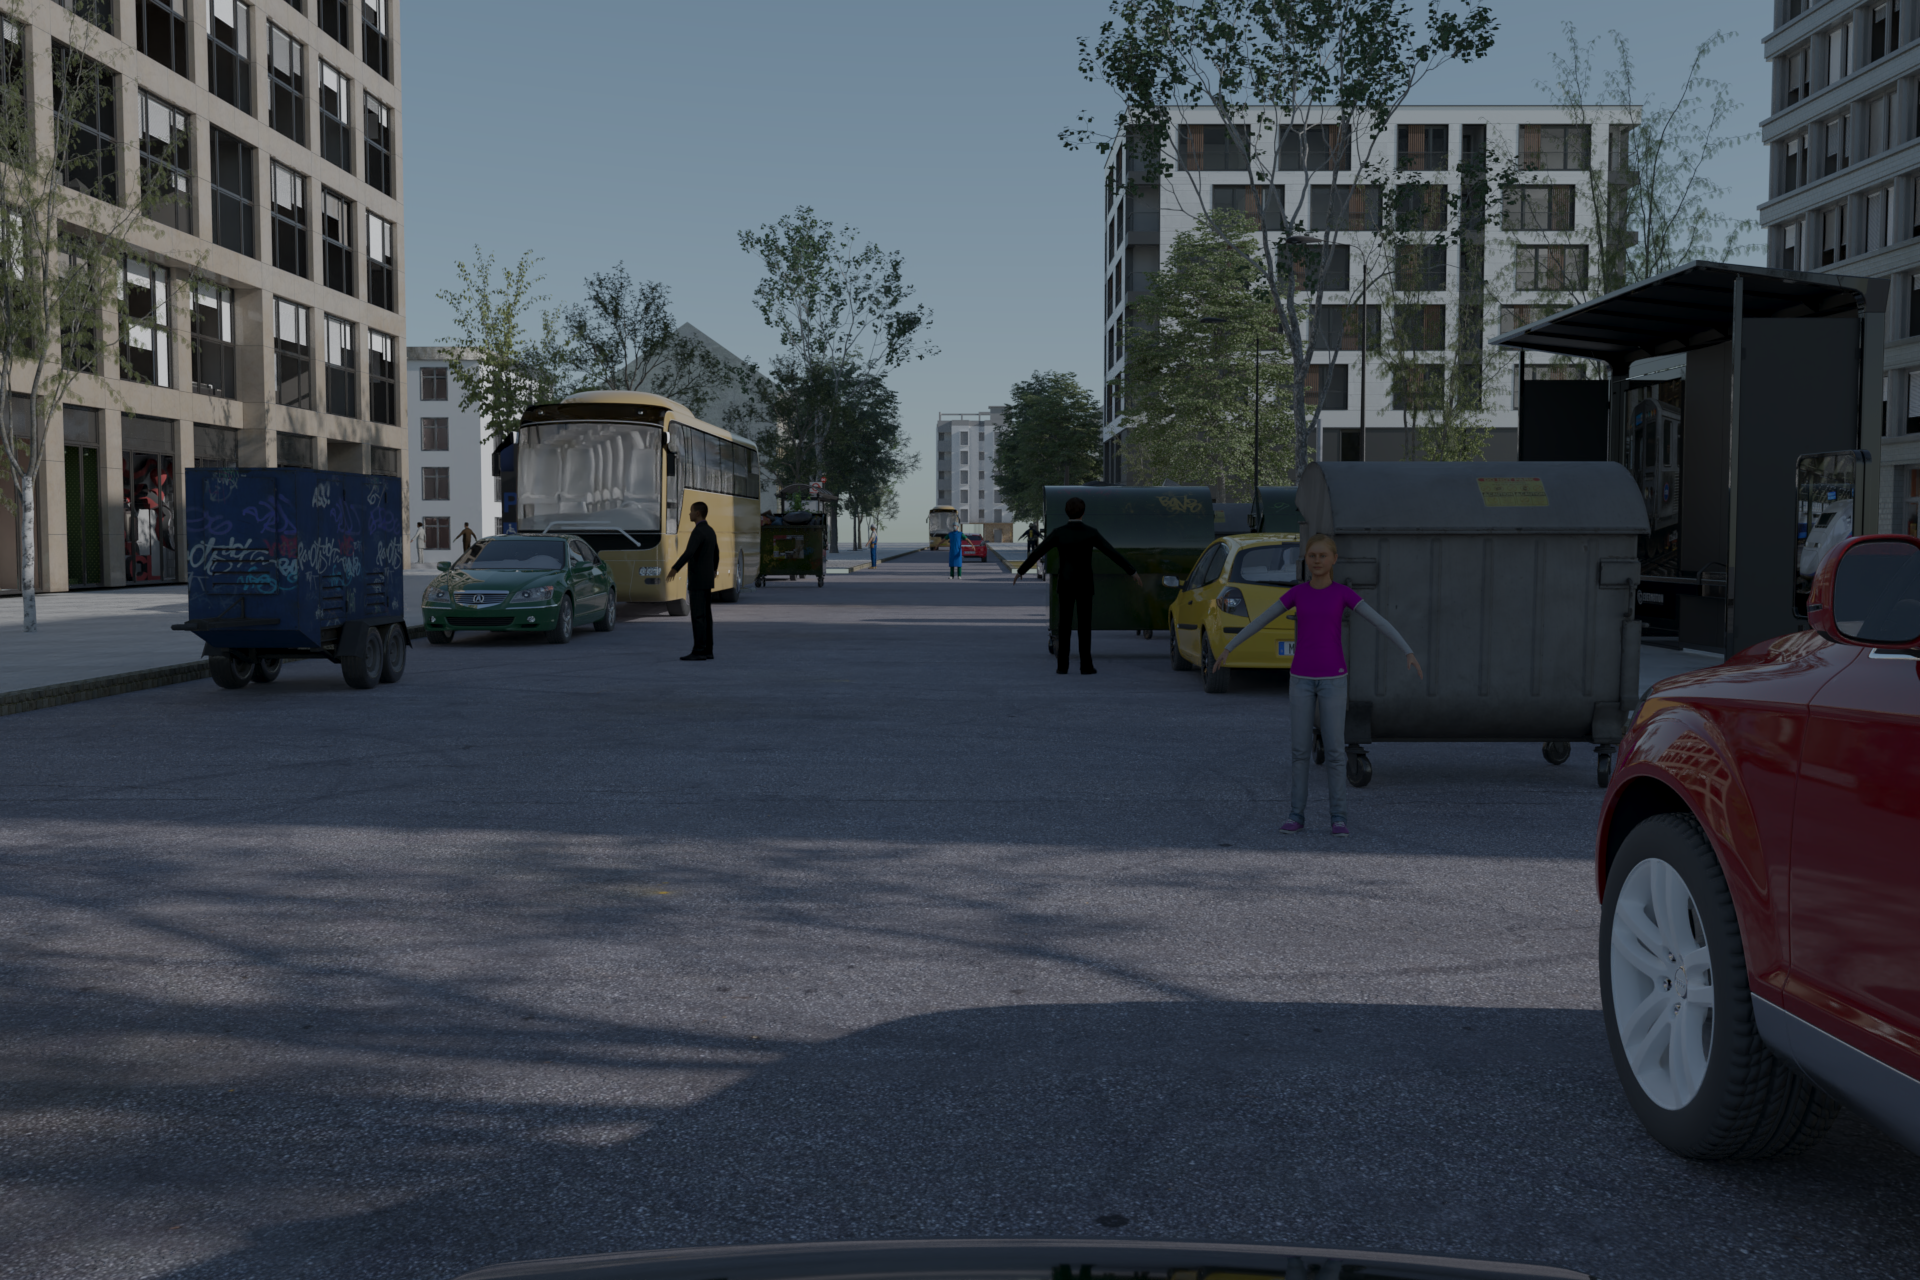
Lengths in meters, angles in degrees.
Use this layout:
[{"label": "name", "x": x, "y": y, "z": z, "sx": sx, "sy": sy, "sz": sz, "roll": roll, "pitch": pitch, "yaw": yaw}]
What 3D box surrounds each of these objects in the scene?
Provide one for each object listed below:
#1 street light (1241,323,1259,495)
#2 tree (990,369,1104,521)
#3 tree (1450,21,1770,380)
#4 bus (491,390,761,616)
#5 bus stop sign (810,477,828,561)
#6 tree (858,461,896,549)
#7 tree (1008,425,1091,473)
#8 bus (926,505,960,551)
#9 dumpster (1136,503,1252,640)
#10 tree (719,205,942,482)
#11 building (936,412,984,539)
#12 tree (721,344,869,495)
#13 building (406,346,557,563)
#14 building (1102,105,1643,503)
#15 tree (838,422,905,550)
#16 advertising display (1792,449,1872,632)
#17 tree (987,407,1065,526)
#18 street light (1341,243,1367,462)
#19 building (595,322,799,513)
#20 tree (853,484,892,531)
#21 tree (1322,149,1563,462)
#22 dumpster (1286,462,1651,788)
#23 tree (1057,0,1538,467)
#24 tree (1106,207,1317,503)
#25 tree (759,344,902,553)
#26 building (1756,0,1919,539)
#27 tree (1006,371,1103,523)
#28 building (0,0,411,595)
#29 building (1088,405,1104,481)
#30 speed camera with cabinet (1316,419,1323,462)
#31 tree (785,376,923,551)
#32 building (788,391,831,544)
[{"label": "street light", "x": 6.916, "y": -3.957, "z": 37.230, "sx": 1.470, "sy": 5.913, "sz": 1.316, "roll": 0, "pitch": 4, "yaw": 1}, {"label": "tree", "x": 6.974, "y": -13.817, "z": 132.561, "sx": 9.857, "sy": 13.997, "sz": 8.962, "roll": 0, "pitch": 3, "yaw": 0}, {"label": "tree", "x": 9.805, "y": -4.549, "z": 24.737, "sx": 4.360, "sy": 8.622, "sz": 3.978, "roll": 0, "pitch": 3, "yaw": 0}, {"label": "bus", "x": -5.872, "y": -2.559, "z": 33.391, "sx": 2.896, "sy": 3.916, "sz": 12.252, "roll": 0, "pitch": 4, "yaw": 1}, {"label": "bus stop sign", "x": -6.604, "y": -5.654, "z": 81.139, "sx": 0.855, "sy": 3.939, "sz": 0.416, "roll": 0, "pitch": 3, "yaw": 0}, {"label": "tree", "x": -8.086, "y": -12.339, "z": 152.112, "sx": 4.360, "sy": 8.622, "sz": 3.978, "roll": 0, "pitch": 3, "yaw": 0}, {"label": "tree", "x": 7.797, "y": -13.753, "z": 150.612, "sx": 9.928, "sy": 11.665, "sz": 9.643, "roll": 0, "pitch": 3, "yaw": 0}, {"label": "bus", "x": -1.391, "y": -9.850, "z": 152.599, "sx": 2.896, "sy": 3.916, "sz": 12.252, "roll": 0, "pitch": 4, "yaw": 0}, {"label": "dumpster", "x": 3.240, "y": -0.964, "z": 23.975, "sx": 1.865, "sy": 1.857, "sz": 1.264, "roll": 0, "pitch": 4, "yaw": -1}, {"label": "tree", "x": -7.457, "y": -14.828, "z": 98.321, "sx": 12.611, "sy": 20.169, "sz": 13.585, "roll": 0, "pitch": 3, "yaw": 0}, {"label": "building", "x": -3.305, "y": -24.514, "z": 259.687, "sx": 11.380, "sy": 20.090, "sz": 16.016, "roll": 0, "pitch": 4, "yaw": 6}, {"label": "tree", "x": -8.668, "y": -9.283, "z": 86.183, "sx": 8.767, "sy": 10.594, "sz": 7.601, "roll": 0, "pitch": 4, "yaw": 0}, {"label": "building", "x": -25.849, "y": -9.145, "z": 91.665, "sx": 9.099, "sy": 9.664, "sz": 28.070, "roll": 0, "pitch": 4, "yaw": 0}, {"label": "building", "x": 21.963, "y": -15.608, "z": 99.165, "sx": 27.936, "sy": 21.610, "sz": 32.646, "roll": 0, "pitch": 3, "yaw": 0}, {"label": "tree", "x": -8.317, "y": -13.367, "z": 144.299, "sx": 9.928, "sy": 11.665, "sz": 9.643, "roll": 0, "pitch": 3, "yaw": 0}, {"label": "advertising display", "x": 6.837, "y": -0.514, "z": 13.622, "sx": 0.123, "sy": 1.923, "sz": 0.974, "roll": 0, "pitch": 4, "yaw": 1}, {"label": "tree", "x": 7.255, "y": -16.019, "z": 168.560, "sx": 9.857, "sy": 13.997, "sz": 8.962, "roll": 0, "pitch": 3, "yaw": 0}, {"label": "street light", "x": 6.843, "y": -3.336, "z": 27.091, "sx": 1.470, "sy": 5.913, "sz": 1.316, "roll": 0, "pitch": 4, "yaw": 0}, {"label": "building", "x": -28.033, "y": -21.888, "z": 188.791, "sx": 19.493, "sy": 23.208, "sz": 18.063, "roll": 0, "pitch": 4, "yaw": 1}, {"label": "tree", "x": -7.992, "y": -13.262, "z": 167.197, "sx": 4.360, "sy": 8.622, "sz": 3.978, "roll": 0, "pitch": 3, "yaw": 0}, {"label": "tree", "x": 8.738, "y": -5.109, "z": 33.887, "sx": 4.360, "sy": 8.622, "sz": 3.978, "roll": 0, "pitch": 3, "yaw": 0}, {"label": "dumpster", "x": 2.948, "y": -0.124, "z": 10.247, "sx": 1.865, "sy": 1.857, "sz": 1.264, "roll": 0, "pitch": 3, "yaw": 0}, {"label": "tree", "x": 8.933, "y": -11.615, "z": 45.788, "sx": 12.611, "sy": 20.169, "sz": 13.585, "roll": 0, "pitch": 3, "yaw": 0}, {"label": "tree", "x": 8.841, "y": -8.746, "z": 61.122, "sx": 7.486, "sy": 12.596, "sz": 7.792, "roll": 0, "pitch": 3, "yaw": 0}, {"label": "tree", "x": -8.612, "y": -12.829, "z": 116.409, "sx": 9.857, "sy": 13.997, "sz": 8.962, "roll": 0, "pitch": 3, "yaw": 0}, {"label": "building", "x": 25.523, "y": -11.731, "z": 38.486, "sx": 8.464, "sy": 21.280, "sz": 15.925, "roll": 0, "pitch": 4, "yaw": 1}, {"label": "tree", "x": 7.018, "y": -12.375, "z": 120.466, "sx": 7.486, "sy": 12.596, "sz": 7.792, "roll": 0, "pitch": 3, "yaw": 0}, {"label": "building", "x": -28.202, "y": -14.521, "z": 40.628, "sx": 19.350, "sy": 26.588, "sz": 34.151, "roll": 0, "pitch": 4, "yaw": 0}, {"label": "building", "x": 26.425, "y": -23.832, "z": 220.588, "sx": 19.493, "sy": 23.208, "sz": 18.063, "roll": 0, "pitch": 4, "yaw": 1}, {"label": "speed camera with cabinet", "x": 6.347, "y": -2.128, "z": 29.125, "sx": 0.660, "sy": 3.252, "sz": 2.038, "roll": 0, "pitch": 4, "yaw": 1}, {"label": "tree", "x": -7.974, "y": -13.509, "z": 131.234, "sx": 12.009, "sy": 13.543, "sz": 11.850, "roll": 0, "pitch": 3, "yaw": 0}, {"label": "building", "x": -25.761, "y": -22.157, "z": 228.723, "sx": 16.747, "sy": 18.905, "sz": 31.486, "roll": 0, "pitch": 4, "yaw": 0}]
